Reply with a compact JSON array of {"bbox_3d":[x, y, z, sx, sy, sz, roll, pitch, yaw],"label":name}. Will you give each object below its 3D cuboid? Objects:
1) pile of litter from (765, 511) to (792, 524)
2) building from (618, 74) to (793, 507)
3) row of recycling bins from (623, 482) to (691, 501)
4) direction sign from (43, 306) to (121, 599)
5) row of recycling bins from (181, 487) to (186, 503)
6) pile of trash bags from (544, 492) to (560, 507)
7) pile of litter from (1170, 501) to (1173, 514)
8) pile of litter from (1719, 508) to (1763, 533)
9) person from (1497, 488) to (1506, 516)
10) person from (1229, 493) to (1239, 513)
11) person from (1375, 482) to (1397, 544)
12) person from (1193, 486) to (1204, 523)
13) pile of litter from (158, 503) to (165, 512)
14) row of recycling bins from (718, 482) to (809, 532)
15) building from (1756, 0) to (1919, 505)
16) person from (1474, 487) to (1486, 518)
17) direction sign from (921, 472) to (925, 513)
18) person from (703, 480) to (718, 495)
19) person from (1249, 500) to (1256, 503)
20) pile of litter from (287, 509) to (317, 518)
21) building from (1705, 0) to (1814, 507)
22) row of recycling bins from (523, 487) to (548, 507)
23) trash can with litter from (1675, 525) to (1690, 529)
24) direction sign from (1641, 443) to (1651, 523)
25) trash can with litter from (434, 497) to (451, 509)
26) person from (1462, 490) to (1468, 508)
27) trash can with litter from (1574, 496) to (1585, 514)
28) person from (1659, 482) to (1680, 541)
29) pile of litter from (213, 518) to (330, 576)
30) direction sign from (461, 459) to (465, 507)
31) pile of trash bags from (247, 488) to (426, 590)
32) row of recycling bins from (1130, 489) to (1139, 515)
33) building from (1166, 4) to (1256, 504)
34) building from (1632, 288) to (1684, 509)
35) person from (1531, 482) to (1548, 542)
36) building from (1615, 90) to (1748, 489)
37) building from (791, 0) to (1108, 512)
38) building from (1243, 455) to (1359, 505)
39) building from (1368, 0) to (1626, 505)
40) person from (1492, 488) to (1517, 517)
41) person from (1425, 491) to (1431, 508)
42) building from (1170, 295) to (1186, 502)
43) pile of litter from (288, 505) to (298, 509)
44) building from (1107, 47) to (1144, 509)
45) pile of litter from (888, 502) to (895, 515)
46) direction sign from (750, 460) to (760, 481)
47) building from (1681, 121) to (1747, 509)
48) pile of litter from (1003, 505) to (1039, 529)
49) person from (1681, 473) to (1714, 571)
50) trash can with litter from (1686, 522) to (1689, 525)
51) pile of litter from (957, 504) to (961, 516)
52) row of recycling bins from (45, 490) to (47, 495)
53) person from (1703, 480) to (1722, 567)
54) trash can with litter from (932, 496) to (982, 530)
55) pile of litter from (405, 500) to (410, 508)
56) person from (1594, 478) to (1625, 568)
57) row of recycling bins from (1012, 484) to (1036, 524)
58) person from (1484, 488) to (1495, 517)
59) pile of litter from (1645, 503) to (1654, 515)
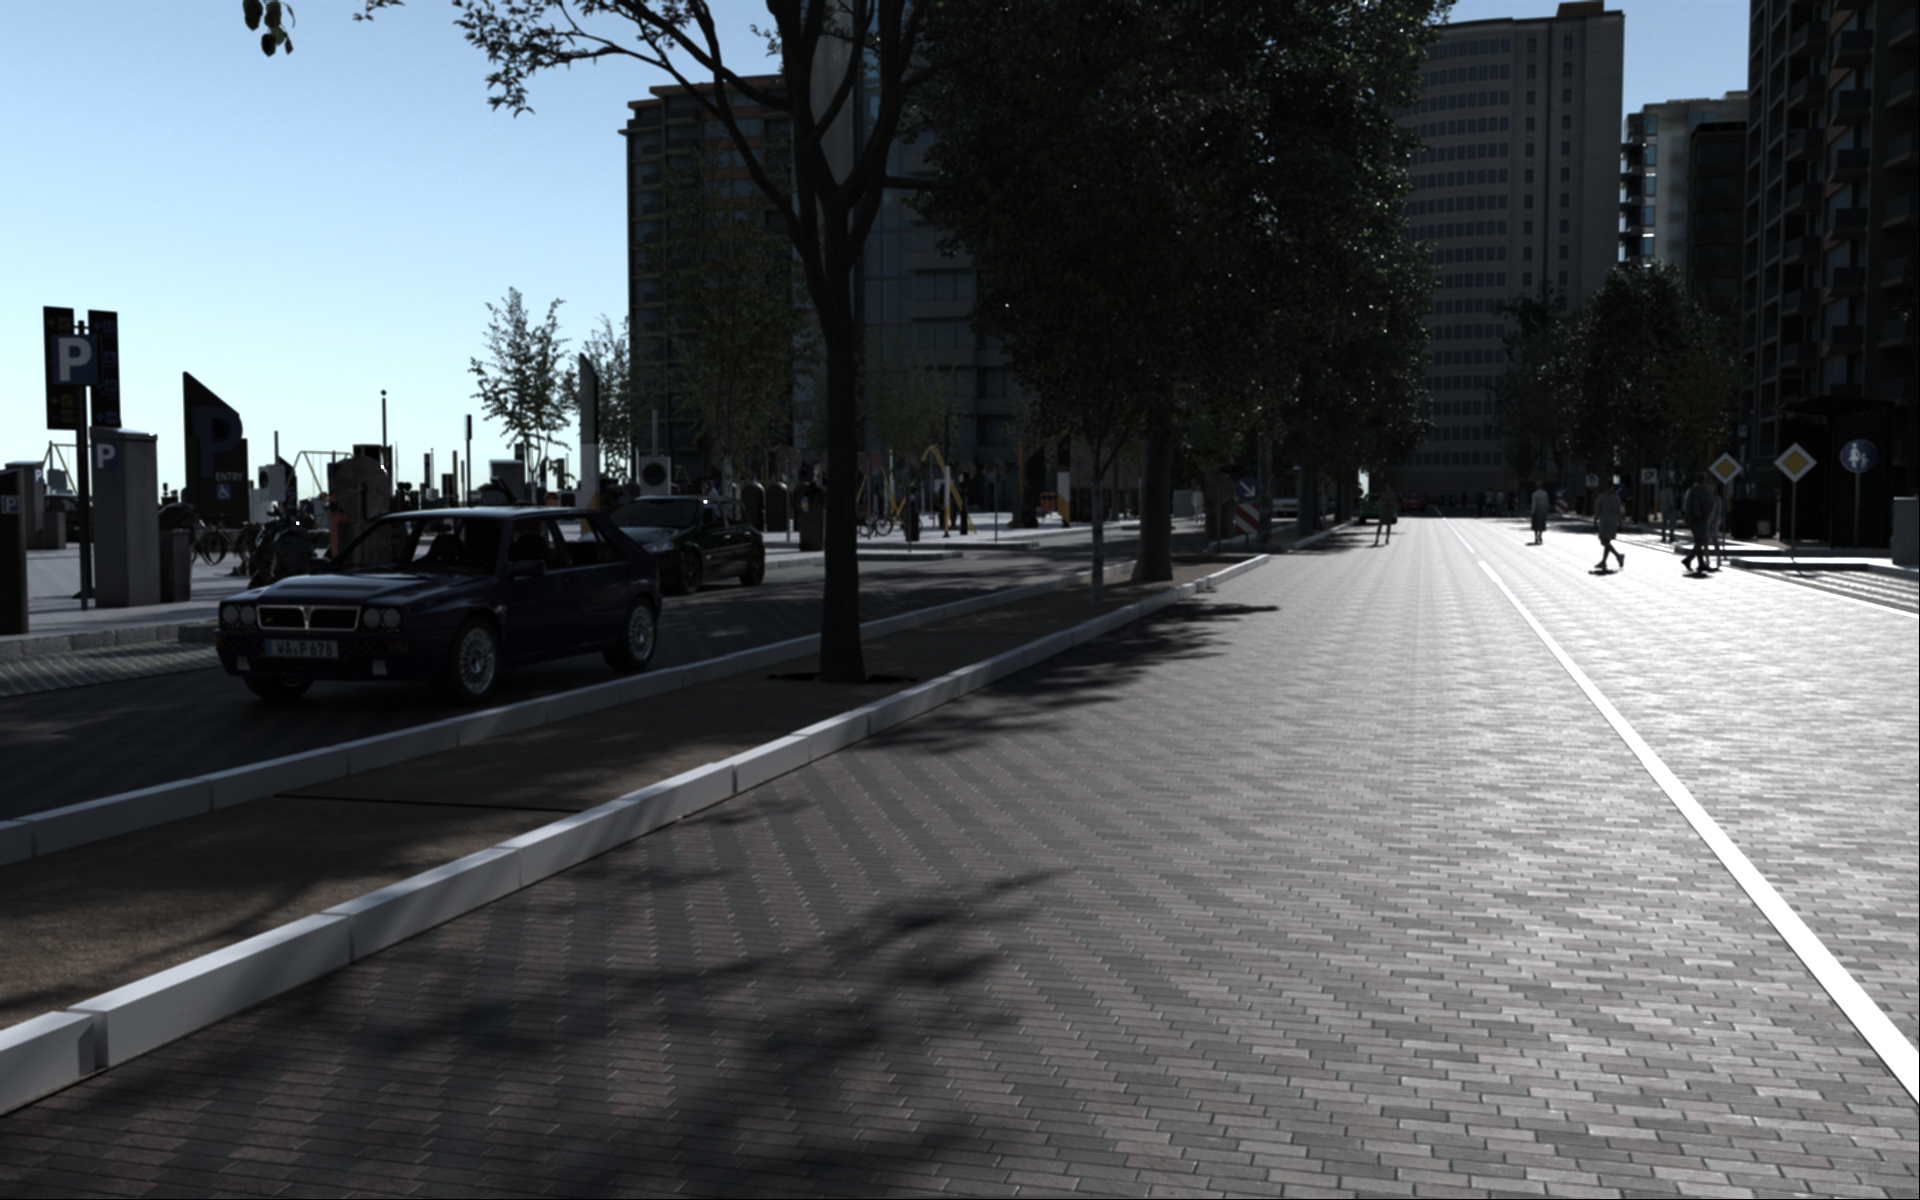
[{"bbox_3d":[-7.959,-3.666,73.911,1.719,0.858,1.176,-1,4,-13],"label":"pile of litter"},{"bbox_3d":[-19.713,-32.380,184.044,28.867,44.769,22.147,1,4,15],"label":"building"},{"bbox_3d":[-10.409,-3.230,59.924,1.069,1.692,3.534,2,4,32],"label":"row of recycling bins"},{"bbox_3d":[-10.749,-1.791,21.281,0.379,3.537,0.876,3,4,38],"label":"direction sign"},{"bbox_3d":[-44.470,-5.870,103.090,3.534,1.692,1.069,-1,4,-17],"label":"row of recycling bins"},{"bbox_3d":[-18.512,-4.538,83.949,3.447,1.369,1.912,2,4,27],"label":"pile of trash bags"},{"bbox_3d":[13.612,-5.991,111.913,1.719,0.858,1.176,2,4,32],"label":"pile of litter"},{"bbox_3d":[25.845,-2.649,57.283,1.719,0.858,1.176,-1,4,-12],"label":"pile of litter"},{"bbox_3d":[34.966,-6.319,112.039,0.641,1.798,0.478,-3,5,-39],"label":"person"},{"bbox_3d":[13.487,-4.665,84.876,0.850,1.850,0.679,2,4,35],"label":"person"},{"bbox_3d":[12.126,-2.475,49.301,0.599,1.781,0.374,1,4,13],"label":"person"},{"bbox_3d":[11.692,-4.677,84.846,0.514,1.842,0.818,0,4,-8],"label":"person"},{"bbox_3d":[-37.115,-4.093,80.880,1.176,0.858,1.719,-3,5,-42],"label":"pile of litter"},{"bbox_3d":[-6.677,-3.224,59.818,3.534,1.692,1.069,1,4,11],"label":"row of recycling bins"},{"bbox_3d":[57.599,-26.814,93.037,22.147,44.769,28.867,1,4,15],"label":"building"},{"bbox_3d":[31.258,-5.854,103.992,0.659,1.850,0.755,2,4,27],"label":"person"},{"bbox_3d":[-2.484,-7.575,115.855,0.379,3.537,0.876,0,4,-1],"label":"direction sign"},{"bbox_3d":[-6.312,-2.169,44.221,0.793,1.790,0.793,1,4,19],"label":"person"},{"bbox_3d":[15.039,-4.929,89.435,0.694,1.780,0.624,-1,4,-16],"label":"person"},{"bbox_3d":[-15.443,-1.656,41.041,1.719,0.858,1.176,0,4,5],"label":"pile of litter"},{"bbox_3d":[63.853,-41.515,117.023,20.563,71.187,20.611,1,4,15],"label":"building"},{"bbox_3d":[-24.747,-5.580,98.342,3.534,1.692,1.069,2,4,34],"label":"row of recycling bins"},{"bbox_3d":[27.253,-3.256,64.298,2.233,1.210,1.678,-1,4,-16],"label":"trash can with litter"},{"bbox_3d":[30.543,-5.200,77.013,0.379,3.537,0.876,0,4,6],"label":"direction sign"},{"bbox_3d":[-17.388,-2.815,57.418,0.624,1.170,1.055,1,4,9],"label":"trash can with litter"},{"bbox_3d":[50.806,-10.145,174.387,0.705,1.821,1.348,3,4,36],"label":"person"},{"bbox_3d":[39.707,-6.096,111.057,0.624,1.170,1.055,1,4,20],"label":"trash can with litter"},{"bbox_3d":[21.571,-2.702,52.778,0.391,1.810,0.635,-2,4,-26],"label":"person"},{"bbox_3d":[-10.967,-0.825,27.458,1.719,0.858,1.176,2,4,25],"label":"pile of litter"},{"bbox_3d":[-33.824,-7.699,117.879,0.379,3.537,0.876,0,4,-6],"label":"direction sign"},{"bbox_3d":[-8.110,-0.774,22.415,1.912,1.369,3.447,-2,4,-27],"label":"pile of trash bags"},{"bbox_3d":[11.402,-6.015,105.456,1.069,1.692,3.534,2,4,34],"label":"row of recycling bins"},{"bbox_3d":[26.568,-48.026,223.480,20.611,71.187,20.563,1,4,15],"label":"building"},{"bbox_3d":[77.110,-19.019,155.992,27.650,21.520,28.899,1,4,15],"label":"building"},{"bbox_3d":[17.104,-2.593,51.118,0.478,1.798,0.641,1,4,21],"label":"person"},{"bbox_3d":[94.069,-35.991,208.064,30.456,49.044,23.786,1,4,15],"label":"building"},{"bbox_3d":[0.233,-31.784,139.284,23.786,49.044,30.456,1,4,15],"label":"building"},{"bbox_3d":[43.174,-27.310,218.226,14.107,30.474,14.160,1,4,15],"label":"building"},{"bbox_3d":[65.307,-41.086,213.757,28.212,58.520,21.231,1,4,15],"label":"building"},{"bbox_3d":[34.535,-6.182,109.796,1.509,1.804,0.699,1,4,22],"label":"person"},{"bbox_3d":[49.171,-10.623,182.908,1.217,1.743,0.721,0,4,6],"label":"person"},{"bbox_3d":[15.987,-24.941,179.485,14.107,30.474,14.160,1,4,15],"label":"building"},{"bbox_3d":[-26.598,-3.327,68.354,1.176,0.858,1.719,-1,4,-10],"label":"pile of litter"},{"bbox_3d":[10.082,-31.176,159.840,14.600,45.320,14.200,1,4,15],"label":"building"},{"bbox_3d":[-3.948,-5.519,104.194,1.176,0.858,1.719,-3,5,-43],"label":"pile of litter"},{"bbox_3d":[-13.556,-7.496,114.564,0.379,3.537,0.876,3,5,43],"label":"direction sign"},{"bbox_3d":[64.164,-22.288,136.117,14.160,30.474,14.107,1,4,15],"label":"building"},{"bbox_3d":[2.269,-3.120,64.985,1.719,0.858,1.176,-3,4,-39],"label":"pile of litter"},{"bbox_3d":[13.785,-1.450,32.313,0.850,1.850,0.679,-2,4,-26],"label":"person"},{"bbox_3d":[30.735,-3.714,72.118,1.055,1.170,0.624,2,4,26],"label":"trash can with litter"},{"bbox_3d":[-0.084,-5.518,104.183,1.176,0.858,1.719,3,4,36],"label":"pile of litter"},{"bbox_3d":[-51.396,-5.298,93.732,3.534,1.692,1.069,-2,4,-27],"label":"row of recycling bins"},{"bbox_3d":[14.902,-1.524,34.417,0.512,1.701,0.522,2,4,31],"label":"person"},{"bbox_3d":[-0.224,-3.157,62.676,1.678,1.210,2.233,-1,4,-13],"label":"trash can with litter"},{"bbox_3d":[-41.126,-6.987,128.207,1.719,0.858,1.176,-3,5,-42],"label":"pile of litter"},{"bbox_3d":[12.521,-1.472,33.321,0.466,1.731,0.760,-2,4,-30],"label":"person"},{"bbox_3d":[2.755,-4.146,74.894,1.069,1.692,3.534,0,4,1],"label":"row of recycling bins"},{"bbox_3d":[32.816,-6.060,107.422,0.661,1.843,0.795,2,4,30],"label":"person"},{"bbox_3d":[42.523,-5.698,107.132,1.176,0.858,1.719,3,4,37],"label":"pile of litter"}]
